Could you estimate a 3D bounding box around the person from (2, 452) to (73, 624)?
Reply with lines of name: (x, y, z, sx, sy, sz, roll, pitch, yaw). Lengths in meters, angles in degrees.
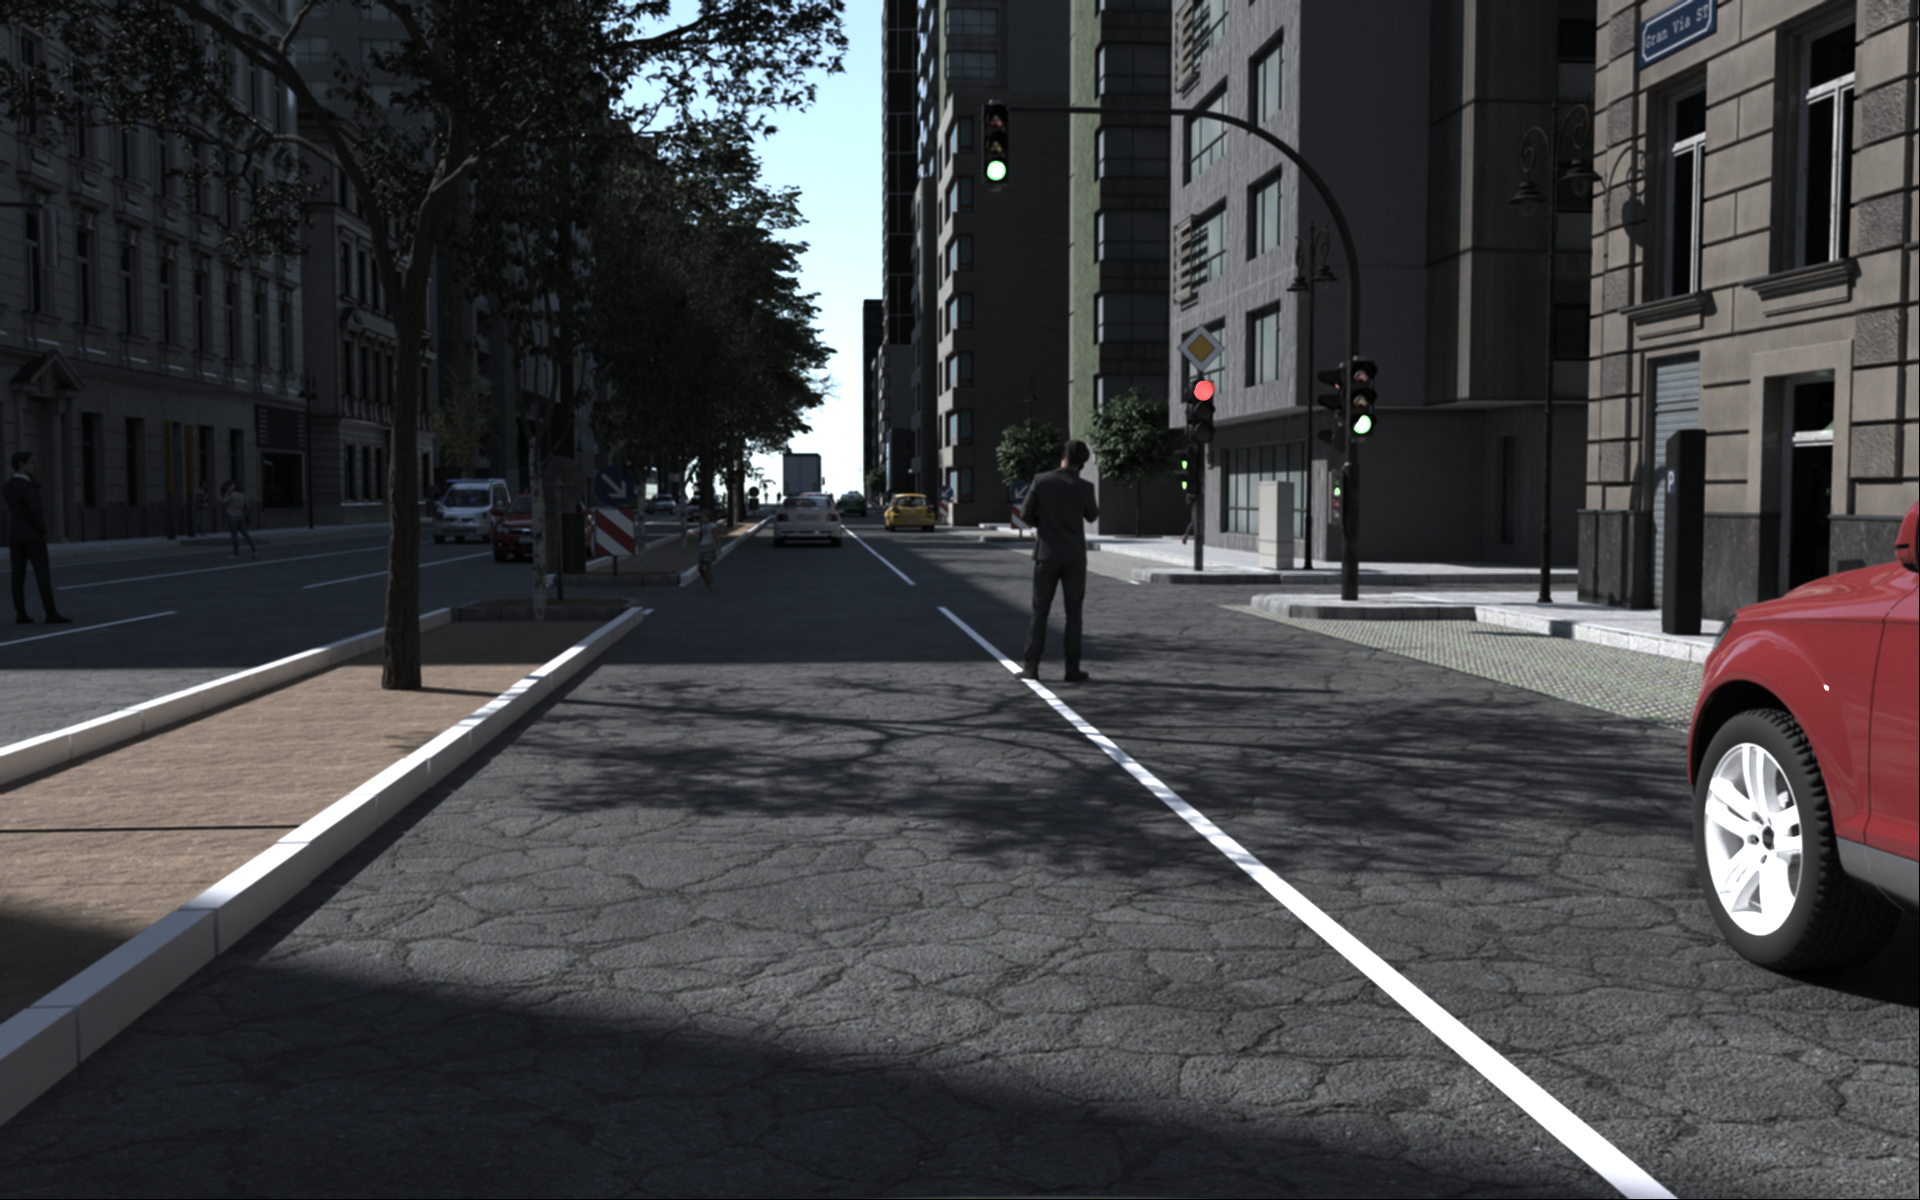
person: (-10.293, -0.695, 19.233, 0.648, 1.900, 0.474, 1, 4, 22)

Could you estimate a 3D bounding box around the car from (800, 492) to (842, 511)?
car: (-5.898, -3.787, 70.958, 2.155, 1.783, 4.494, 0, 4, -5)

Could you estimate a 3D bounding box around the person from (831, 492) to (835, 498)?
person: (-18.568, -14.873, 252.192, 0.721, 1.766, 1.217, 2, 4, 27)

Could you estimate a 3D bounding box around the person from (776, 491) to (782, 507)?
person: (-20.414, -11.386, 195.109, 0.683, 1.767, 0.568, 0, 4, 7)

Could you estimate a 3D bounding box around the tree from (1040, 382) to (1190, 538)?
tree: (5.165, -4.101, 50.767, 4.285, 4.588, 4.351, 0, 3, 0)

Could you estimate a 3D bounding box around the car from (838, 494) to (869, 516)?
car: (-7.094, -6.439, 115.495, 2.015, 1.641, 3.980, 0, 4, -4)

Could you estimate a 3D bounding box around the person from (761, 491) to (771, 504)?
person: (-27.909, -14.729, 249.334, 1.348, 1.821, 0.705, -1, 4, -20)

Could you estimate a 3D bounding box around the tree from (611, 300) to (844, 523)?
tree: (-10.976, -10.569, 85.629, 12.009, 13.543, 11.850, 0, 3, 0)

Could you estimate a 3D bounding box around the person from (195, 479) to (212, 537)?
person: (-22.905, -2.773, 52.224, 0.643, 1.720, 0.563, -1, 4, -17)

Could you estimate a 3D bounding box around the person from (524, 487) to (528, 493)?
person: (-24.957, -5.570, 99.591, 0.620, 1.820, 0.660, 2, 4, 29)

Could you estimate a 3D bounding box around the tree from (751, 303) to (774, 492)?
tree: (-6.406, -5.328, 39.936, 4.360, 8.622, 3.978, 0, 3, 0)

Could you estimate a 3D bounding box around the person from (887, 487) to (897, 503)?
person: (-3.593, -5.284, 94.879, 0.794, 1.824, 0.713, -1, 4, -15)

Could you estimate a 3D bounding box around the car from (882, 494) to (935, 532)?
car: (-1.966, -3.441, 66.486, 2.015, 1.641, 3.980, 0, 4, -7)

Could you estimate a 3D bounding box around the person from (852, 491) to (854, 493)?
person: (-11.012, -10.207, 175.915, 0.750, 1.759, 0.617, 3, 5, 40)

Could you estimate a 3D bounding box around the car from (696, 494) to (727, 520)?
car: (-13.945, -5.316, 97.133, 2.015, 1.641, 3.980, 0, 4, -6)

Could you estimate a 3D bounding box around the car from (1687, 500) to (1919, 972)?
car: (3.485, 0.307, 3.652, 2.281, 1.827, 5.304, 0, 4, -3)

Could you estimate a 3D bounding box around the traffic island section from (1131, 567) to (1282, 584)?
traffic island section: (4.002, -0.405, 28.903, 2.009, 0.180, 2.903, 0, 4, -5)

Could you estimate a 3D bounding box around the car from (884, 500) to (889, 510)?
car: (-4.142, -6.575, 117.719, 2.015, 1.641, 3.980, 0, 4, -6)

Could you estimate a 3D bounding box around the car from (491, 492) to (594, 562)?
car: (-9.125, -1.776, 38.079, 2.155, 1.783, 4.494, 0, 4, -6)

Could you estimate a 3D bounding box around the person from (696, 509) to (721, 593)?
person: (-3.616, -0.719, 25.267, 0.505, 1.210, 0.382, 3, 5, 42)

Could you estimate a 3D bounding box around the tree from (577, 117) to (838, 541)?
tree: (-7.527, -8.009, 51.531, 7.486, 12.596, 7.792, 0, 3, 0)

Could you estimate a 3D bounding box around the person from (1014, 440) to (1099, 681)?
person: (0.747, -0.312, 13.407, 0.655, 1.846, 0.447, 0, 4, 3)

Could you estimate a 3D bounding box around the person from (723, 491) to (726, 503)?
person: (-28.832, -12.401, 211.702, 0.568, 1.767, 0.683, -3, 5, -44)

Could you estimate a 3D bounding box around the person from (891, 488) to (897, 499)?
person: (-3.260, -4.855, 88.446, 0.524, 1.755, 0.480, -3, 4, -39)

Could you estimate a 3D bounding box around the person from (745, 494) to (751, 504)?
person: (-30.531, -14.638, 247.918, 1.350, 1.814, 0.705, 1, 4, 10)

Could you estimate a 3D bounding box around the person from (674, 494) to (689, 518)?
person: (-16.771, -5.877, 104.683, 1.348, 1.812, 0.705, 3, 5, 44)

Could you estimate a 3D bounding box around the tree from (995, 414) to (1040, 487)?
tree: (3.010, -5.353, 71.234, 4.285, 4.588, 4.351, 0, 3, 0)

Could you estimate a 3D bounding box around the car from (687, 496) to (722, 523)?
car: (-13.093, -4.623, 88.168, 1.945, 1.354, 3.894, 0, 4, -3)

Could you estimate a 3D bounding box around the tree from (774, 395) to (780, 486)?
tree: (-8.826, -7.048, 68.047, 4.360, 8.622, 3.978, 0, 3, 0)

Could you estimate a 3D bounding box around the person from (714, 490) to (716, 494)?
person: (-19.241, -7.754, 136.001, 1.217, 1.736, 0.721, 3, 4, 38)

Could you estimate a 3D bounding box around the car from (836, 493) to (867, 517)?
car: (-6.944, -6.242, 110.858, 1.959, 1.807, 4.718, 0, 4, -5)

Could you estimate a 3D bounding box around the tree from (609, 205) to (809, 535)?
tree: (-8.799, -8.077, 60.271, 9.928, 11.665, 9.643, 0, 3, 0)

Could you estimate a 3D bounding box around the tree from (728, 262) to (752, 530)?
tree: (-6.111, -4.903, 32.979, 4.360, 8.622, 3.978, 0, 3, 0)

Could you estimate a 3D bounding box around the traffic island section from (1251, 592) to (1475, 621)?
traffic island section: (4.720, 0.081, 20.950, 2.009, 0.180, 2.903, 0, 4, -5)

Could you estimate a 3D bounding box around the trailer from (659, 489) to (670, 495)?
trailer: (-33.870, -11.691, 198.195, 1.471, 1.999, 3.904, 0, 4, -5)

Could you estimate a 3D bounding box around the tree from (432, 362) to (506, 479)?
tree: (-27.266, -8.875, 95.474, 4.737, 8.622, 4.395, 0, 3, 0)

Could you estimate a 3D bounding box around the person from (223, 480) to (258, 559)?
person: (-15.898, -1.787, 38.310, 0.643, 1.750, 0.593, 1, 4, 21)

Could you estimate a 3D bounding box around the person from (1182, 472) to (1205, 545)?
person: (6.061, -2.319, 43.918, 0.622, 1.834, 0.822, -2, 4, -35)

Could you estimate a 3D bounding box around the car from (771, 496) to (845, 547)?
car: (-4.256, -2.204, 48.389, 2.083, 1.381, 4.827, 0, 4, -5)

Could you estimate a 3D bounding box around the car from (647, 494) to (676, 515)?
car: (-21.105, -6.765, 122.611, 2.014, 1.417, 4.499, 0, 4, -6)

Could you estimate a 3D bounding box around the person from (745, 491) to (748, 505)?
person: (-28.865, -13.808, 234.216, 0.705, 1.831, 1.348, -1, 4, -18)

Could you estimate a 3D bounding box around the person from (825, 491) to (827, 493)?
person: (-14.954, -11.335, 193.837, 1.348, 1.823, 0.705, 2, 4, 26)

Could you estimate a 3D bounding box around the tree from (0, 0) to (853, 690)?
tree: (-4.088, -4.597, 12.038, 8.767, 10.594, 7.601, 0, 4, -5)

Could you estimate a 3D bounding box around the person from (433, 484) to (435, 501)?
person: (-29.224, -5.503, 95.921, 0.656, 1.842, 0.836, -3, 5, -43)

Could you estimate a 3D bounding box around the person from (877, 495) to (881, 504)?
person: (-9.540, -11.920, 201.597, 0.621, 1.740, 0.551, 1, 4, 14)

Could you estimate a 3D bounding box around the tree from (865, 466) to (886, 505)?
tree: (-9.225, -13.117, 198.172, 4.285, 4.588, 4.351, 0, 3, 0)

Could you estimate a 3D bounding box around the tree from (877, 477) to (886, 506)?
tree: (-8.461, -12.190, 193.908, 1.663, 3.219, 1.824, 0, 3, 0)

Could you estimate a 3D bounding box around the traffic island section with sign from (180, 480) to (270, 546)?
traffic island section with sign: (-20.644, -2.460, 48.848, 1.989, 1.847, 2.006, 0, 4, -5)

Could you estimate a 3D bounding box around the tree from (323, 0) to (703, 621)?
tree: (-4.682, -4.046, 18.965, 4.360, 8.622, 3.978, 0, 3, 0)
